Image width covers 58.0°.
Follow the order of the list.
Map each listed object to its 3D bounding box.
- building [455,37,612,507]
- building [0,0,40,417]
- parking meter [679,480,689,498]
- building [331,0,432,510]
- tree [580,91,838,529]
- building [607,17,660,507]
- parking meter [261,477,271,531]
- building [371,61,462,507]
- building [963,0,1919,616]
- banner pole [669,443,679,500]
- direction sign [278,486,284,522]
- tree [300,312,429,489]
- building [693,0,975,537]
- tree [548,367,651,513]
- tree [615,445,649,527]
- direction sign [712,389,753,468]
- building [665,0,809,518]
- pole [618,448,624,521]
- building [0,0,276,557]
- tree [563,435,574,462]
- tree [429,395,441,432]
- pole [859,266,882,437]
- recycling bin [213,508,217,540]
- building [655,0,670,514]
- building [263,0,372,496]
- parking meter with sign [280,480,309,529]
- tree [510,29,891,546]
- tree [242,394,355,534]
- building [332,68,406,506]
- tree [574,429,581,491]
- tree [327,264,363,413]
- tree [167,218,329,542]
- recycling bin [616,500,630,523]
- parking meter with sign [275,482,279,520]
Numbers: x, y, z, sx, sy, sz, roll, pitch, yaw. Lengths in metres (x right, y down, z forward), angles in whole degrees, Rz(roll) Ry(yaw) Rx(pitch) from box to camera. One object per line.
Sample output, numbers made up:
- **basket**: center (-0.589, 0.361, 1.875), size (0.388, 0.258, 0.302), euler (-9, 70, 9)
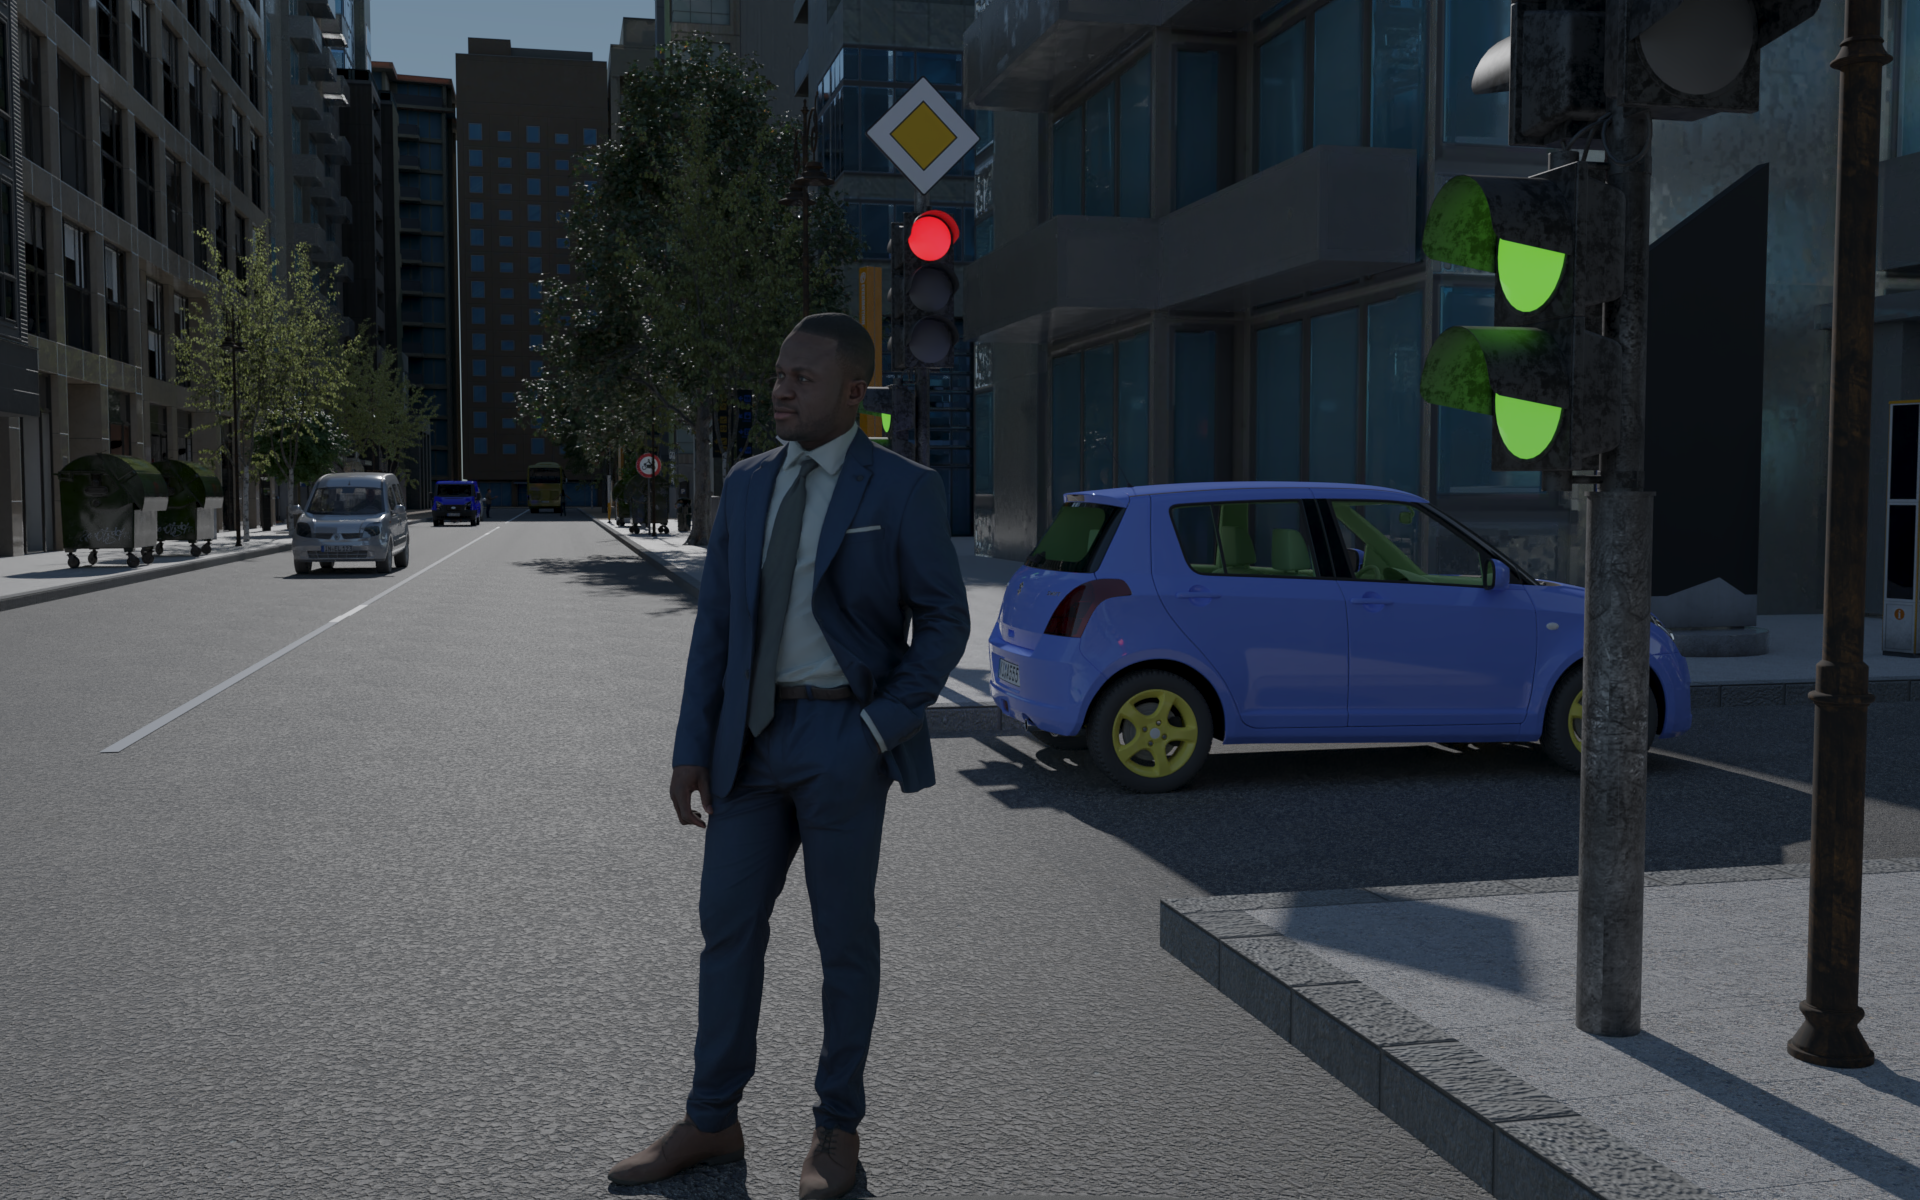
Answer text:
- **building**: center (-42.811, -32.092, 174.821), size (14.200, 45.320, 14.600), euler (-1, 4, -13)
- **building**: center (-22.474, -13.914, 20.997), size (14.314, 27.812, 24.014), euler (-1, 4, -13)
- **parking meter**: center (-11.588, -4.101, 72.770), size (0.399, 1.863, 0.255), euler (1, 4, 18)
- **building**: center (-59.575, -50.423, 137.080), size (31.000, 86.520, 22.319), euler (-1, 4, -13)
- **tree**: center (-4.302, -4.992, 31.989), size (4.737, 8.622, 4.395), euler (0, 3, 0)
- **building**: center (-26.207, -34.176, 182.482), size (21.600, 48.544, 21.300), euler (-1, 4, -13)
- **parking meter**: center (-24.156, -3.338, 60.280), size (0.255, 1.863, 0.399), euler (-2, 4, -32)
- **building**: center (-65.311, -31.793, 174.444), size (28.867, 44.769, 22.147), euler (-1, 4, -13)
- **building**: center (14.952, -24.985, 28.120), size (30.456, 49.044, 23.786), euler (-1, 4, -13)
- **banner pole**: center (-14.040, -5.823, 85.227), size (0.863, 3.779, 0.401), euler (3, 4, 36)
- **direction sign**: center (-30.815, -5.281, 78.347), size (0.379, 3.537, 0.876), euler (0, 4, -6)
- **tree**: center (-24.971, -7.388, 71.151), size (4.737, 8.622, 4.395), euler (0, 3, 0)
- **building**: center (2.049, -46.021, 65.118), size (22.319, 86.520, 31.000), euler (-1, 4, -13)
- **tree**: center (-24.610, -12.200, 117.602), size (7.486, 12.596, 7.792), euler (0, 3, 0)
- **tree**: center (-12.406, -4.435, 67.115), size (1.663, 3.219, 1.824), euler (0, 3, 0)
- **direction sign**: center (-4.914, -2.780, 37.457), size (0.876, 3.537, 0.379), euler (-1, 4, -21)
- **building**: center (-9.933, -25.453, 99.747), size (14.154, 41.232, 14.086), euler (-1, 4, -13)
- **pole**: center (-13.835, -4.703, 70.734), size (0.158, 3.312, 0.155), euler (0, 3, 0)
- **building**: center (-32.525, -14.947, 48.899), size (19.350, 26.468, 34.151), euler (-1, 4, -13)
- **tree**: center (-20.964, -9.398, 104.019), size (4.737, 8.622, 4.395), euler (0, 3, 0)
- **tree**: center (-27.781, -8.185, 84.191), size (4.737, 8.622, 4.395), euler (0, 3, 0)
- **pole**: center (-0.806, -1.335, 15.678), size (0.158, 3.312, 0.155), euler (0, 3, 0)
- **recycling bin**: center (-21.304, -2.200, 48.524), size (0.722, 1.027, 0.722), euler (0, 4, -5)
- **building**: center (-10.619, -35.412, 120.983), size (21.231, 58.520, 28.212), euler (-1, 4, -13)
- **building**: center (-45.535, -28.979, 93.411), size (23.786, 49.044, 30.456), euler (-1, 4, -13)
- **parking meter with sign**: center (-24.098, -4.090, 63.131), size (0.543, 3.016, 1.738), euler (-3, 5, -43)
- **tree**: center (-6.352, -7.716, 43.158), size (9.611, 12.733, 9.660), euler (0, 3, 0)
- **tree**: center (-21.568, -4.452, 56.496), size (4.285, 4.588, 4.351), euler (0, 3, 0)
- **building**: center (-45.659, -21.125, 117.102), size (14.160, 30.474, 14.107), euler (-1, 4, -13)
- **tree**: center (-11.573, -6.904, 63.250), size (4.737, 8.622, 4.395), euler (0, 3, 0)
- **tree**: center (-19.948, -6.187, 51.525), size (4.360, 8.622, 3.978), euler (0, 3, 0)
- **tree**: center (-19.326, -5.890, 46.663), size (4.360, 8.622, 3.978), euler (0, 3, 0)
- **recycling bin**: center (-14.880, -3.943, 77.020), size (0.722, 1.027, 0.722), euler (0, 4, 1)
- **parking meter with sign**: center (-31.110, -5.074, 79.225), size (1.738, 3.016, 0.543), euler (-1, 4, -23)
